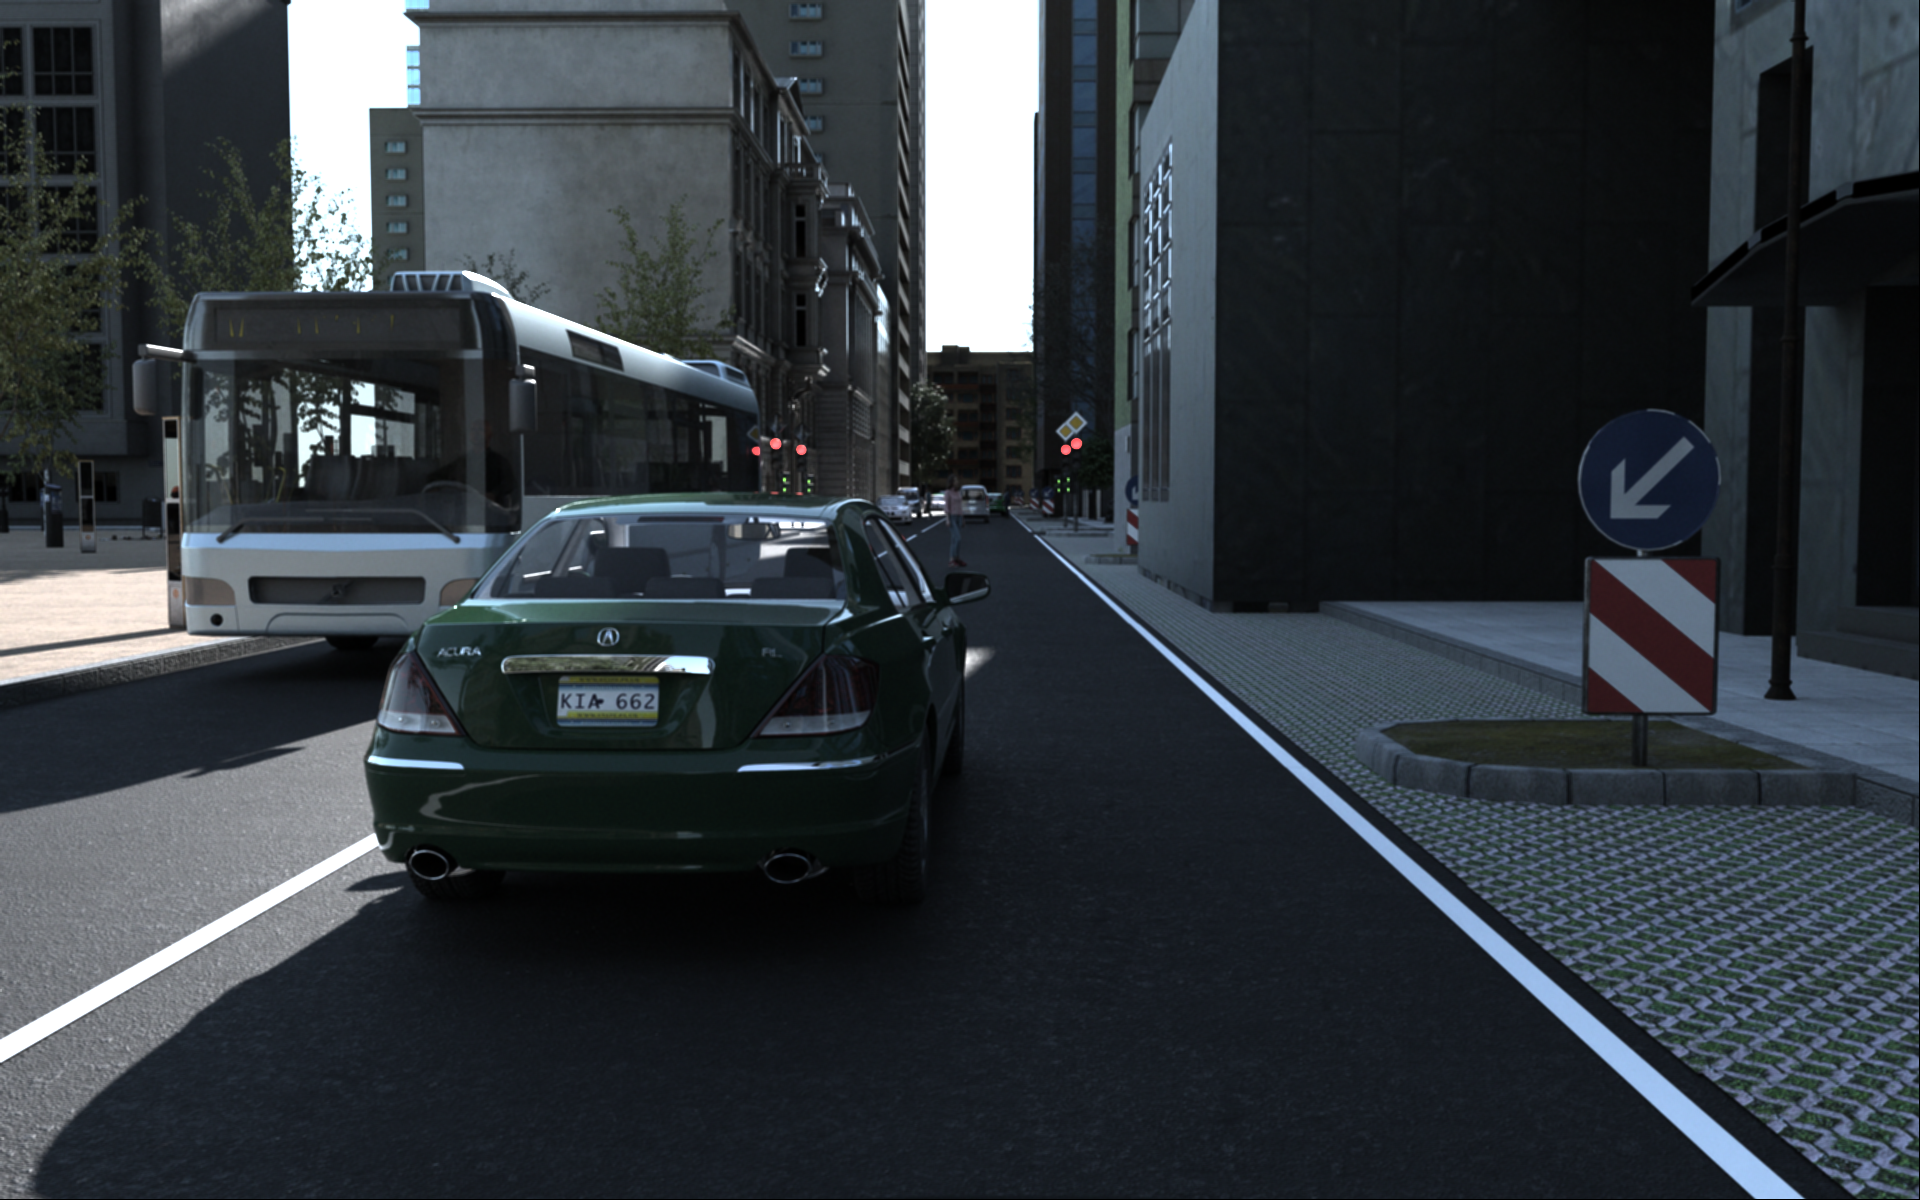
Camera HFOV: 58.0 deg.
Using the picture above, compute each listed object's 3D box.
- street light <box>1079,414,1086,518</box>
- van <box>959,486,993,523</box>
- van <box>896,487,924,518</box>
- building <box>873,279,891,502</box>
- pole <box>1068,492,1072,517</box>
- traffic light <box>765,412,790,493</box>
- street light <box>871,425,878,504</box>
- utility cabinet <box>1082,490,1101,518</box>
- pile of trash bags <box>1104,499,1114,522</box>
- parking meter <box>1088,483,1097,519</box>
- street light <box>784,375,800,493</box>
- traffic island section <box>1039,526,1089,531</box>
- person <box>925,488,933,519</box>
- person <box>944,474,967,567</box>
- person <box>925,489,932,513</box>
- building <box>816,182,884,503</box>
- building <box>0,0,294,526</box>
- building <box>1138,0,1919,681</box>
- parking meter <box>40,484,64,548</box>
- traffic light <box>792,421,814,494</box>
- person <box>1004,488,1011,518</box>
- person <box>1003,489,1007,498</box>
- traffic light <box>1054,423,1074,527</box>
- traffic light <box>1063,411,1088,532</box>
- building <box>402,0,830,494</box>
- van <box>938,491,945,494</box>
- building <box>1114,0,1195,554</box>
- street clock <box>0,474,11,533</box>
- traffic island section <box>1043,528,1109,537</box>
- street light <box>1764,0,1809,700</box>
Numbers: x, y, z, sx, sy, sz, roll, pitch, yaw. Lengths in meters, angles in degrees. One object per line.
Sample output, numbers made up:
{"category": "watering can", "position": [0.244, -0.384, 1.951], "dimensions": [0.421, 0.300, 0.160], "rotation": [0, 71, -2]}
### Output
{"category": "street light", "position": [6.578, -7.441, 94.441], "dimensions": [0.468, 5.910, 1.993], "rotation": [0, 4, 1]}
{"category": "van", "position": [0.648, -4.890, 86.965], "dimensions": [2.013, 2.044, 4.112], "rotation": [0, 4, 0]}
{"category": "van", "position": [-3.209, -6.098, 106.721], "dimensions": [2.013, 2.044, 4.112], "rotation": [0, 4, 1]}
{"category": "building", "position": [-10.970, -17.051, 133.529], "dimensions": [10.420, 20.320, 16.860], "rotation": [0, 4, 1]}
{"category": "pole", "position": [6.089, -6.227, 95.651], "dimensions": [0.158, 3.312, 0.155], "rotation": [0, 3, 0]}
{"category": "traffic light", "position": [-6.200, -4.277, 58.851], "dimensions": [0.839, 4.253, 0.868], "rotation": [0, 4, 1]}
{"category": "street light", "position": [-5.671, -8.654, 114.280], "dimensions": [0.468, 5.910, 1.993], "rotation": [0, 4, 1]}
{"category": "utility cabinet", "position": [7.033, -5.140, 92.722], "dimensions": [0.318, 1.500, 1.173], "rotation": [3, 5, 43]}
{"category": "pile of trash bags", "position": [8.290, -4.284, 79.804], "dimensions": [3.447, 1.369, 1.912], "rotation": [2, 4, 24]}
{"category": "parking meter", "position": [6.799, -5.093, 88.979], "dimensions": [0.255, 1.863, 0.399], "rotation": [-3, 5, -40]}
{"category": "street light", "position": [-6.500, -5.767, 67.086], "dimensions": [0.468, 5.910, 1.993], "rotation": [0, 4, 1]}
{"category": "traffic island section", "position": [4.084, -2.723, 66.796], "dimensions": [2.009, 0.180, 2.903], "rotation": [0, 4, 1]}
{"category": "person", "position": [-1.741, -5.452, 97.978], "dimensions": [0.444, 1.785, 0.601], "rotation": [0, 4, -1]}
{"category": "person", "position": [-0.113, -1.569, 34.169], "dimensions": [0.388, 1.821, 0.555], "rotation": [2, 4, 27]}
{"category": "person", "position": [-2.374, -7.578, 132.499], "dimensions": [0.679, 1.850, 0.850], "rotation": [1, 4, 23]}
{"category": "building", "position": [-12.269, -16.573, 112.768], "dimensions": [13.314, 21.916, 24.055], "rotation": [0, 4, 1]}
{"category": "building", "position": [-42.979, -17.132, 73.622], "dimensions": [24.014, 27.812, 14.314], "rotation": [0, 4, 1]}
{"category": "building", "position": [14.103, -42.828, 12.910], "dimensions": [22.319, 86.520, 31.000], "rotation": [0, 4, 1]}
{"category": "parking meter", "position": [-21.803, -2.035, 41.678], "dimensions": [0.372, 1.533, 0.369], "rotation": [0, 3, 0]}
{"category": "traffic light", "position": [-6.066, -4.765, 66.835], "dimensions": [0.839, 4.253, 0.868], "rotation": [0, 4, 1]}
{"category": "person", "position": [2.792, -5.723, 102.254], "dimensions": [0.419, 1.800, 0.721], "rotation": [0, 4, -6]}
{"category": "person", "position": [3.568, -7.650, 133.839], "dimensions": [0.793, 1.790, 0.793], "rotation": [3, 4, 38]}
{"category": "traffic light", "position": [4.044, -4.756, 66.683], "dimensions": [0.839, 4.253, 0.868], "rotation": [0, 4, 1]}
{"category": "traffic light", "position": [3.910, -4.268, 58.699], "dimensions": [0.839, 4.253, 0.868], "rotation": [0, 4, 1]}
{"category": "building", "position": [-13.654, -16.164, 83.368], "dimensions": [14.460, 24.649, 34.723], "rotation": [0, 4, 1]}
{"category": "van", "position": [-1.922, -12.383, 209.467], "dimensions": [2.013, 2.044, 4.112], "rotation": [0, 4, -1]}
{"category": "building", "position": [11.001, -22.094, 44.834], "dimensions": [14.154, 41.232, 14.086], "rotation": [0, 4, 1]}
{"category": "street clock", "position": [-31.586, -3.219, 57.194], "dimensions": [0.471, 2.002, 0.358], "rotation": [1, 4, 15]}
{"category": "traffic island section", "position": [3.950, -2.234, 58.812], "dimensions": [2.009, 0.180, 2.903], "rotation": [0, 4, 1]}
{"category": "street light", "position": [5.142, -2.318, 10.682], "dimensions": [0.468, 5.910, 1.993], "rotation": [0, 4, 1]}
